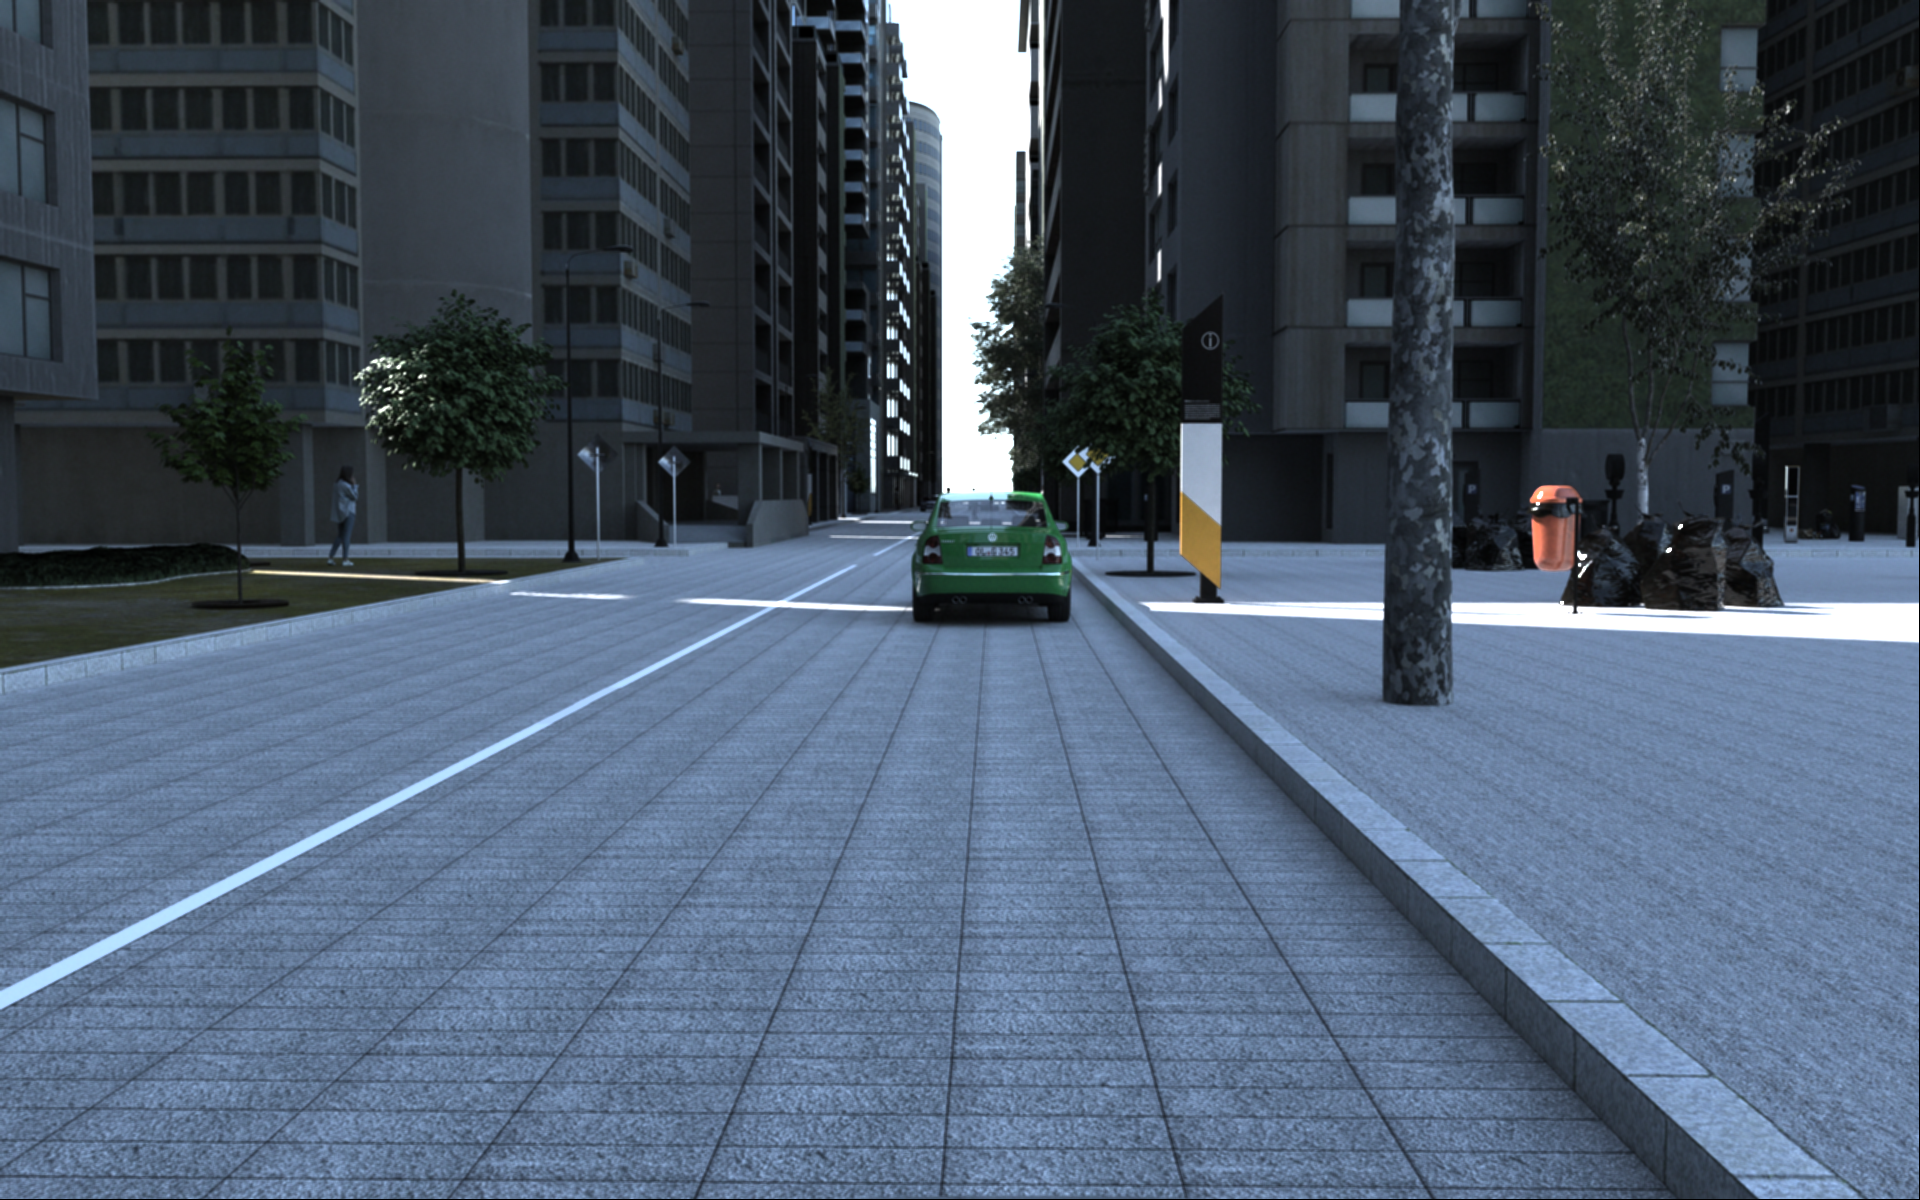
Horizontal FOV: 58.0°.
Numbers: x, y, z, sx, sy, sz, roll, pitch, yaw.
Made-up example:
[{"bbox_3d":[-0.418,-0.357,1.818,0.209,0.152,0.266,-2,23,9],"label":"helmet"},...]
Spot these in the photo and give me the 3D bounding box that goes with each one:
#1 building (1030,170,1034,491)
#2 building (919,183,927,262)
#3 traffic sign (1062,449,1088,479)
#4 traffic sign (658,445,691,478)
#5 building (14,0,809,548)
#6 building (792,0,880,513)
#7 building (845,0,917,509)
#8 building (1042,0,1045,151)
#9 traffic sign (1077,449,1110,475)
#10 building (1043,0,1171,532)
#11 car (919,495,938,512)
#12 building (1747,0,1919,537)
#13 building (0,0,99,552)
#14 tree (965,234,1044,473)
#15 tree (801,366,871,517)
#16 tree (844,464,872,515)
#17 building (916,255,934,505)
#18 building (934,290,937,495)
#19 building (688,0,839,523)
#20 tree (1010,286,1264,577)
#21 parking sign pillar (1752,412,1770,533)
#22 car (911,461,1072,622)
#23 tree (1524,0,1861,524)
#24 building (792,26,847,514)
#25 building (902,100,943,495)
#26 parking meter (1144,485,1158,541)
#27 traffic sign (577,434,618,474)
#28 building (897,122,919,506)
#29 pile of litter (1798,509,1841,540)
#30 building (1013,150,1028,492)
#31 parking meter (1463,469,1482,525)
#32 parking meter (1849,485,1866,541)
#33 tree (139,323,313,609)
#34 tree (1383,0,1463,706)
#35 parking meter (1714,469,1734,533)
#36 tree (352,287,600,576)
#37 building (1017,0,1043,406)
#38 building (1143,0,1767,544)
[{"bbox_3d":[13.346,-23.544,156.646,14.160,30.474,14.107,0,4,1],"label":"building"},{"bbox_3d":[-11.456,-32.910,221.666,14.154,41.232,14.086,0,4,1],"label":"building"},{"bbox_3d":[2.835,-2.391,41.285,0.795,2.593,0.064,0,4,1],"label":"traffic sign"},{"bbox_3d":[-6.857,-2.405,41.504,0.795,2.593,0.064,0,4,1],"label":"traffic sign"},{"bbox_3d":[-21.495,-22.045,52.314,32.217,40.220,23.993,0,4,1],"label":"building"},{"bbox_3d":[-16.942,-50.034,130.734,22.319,86.520,31.000,0,4,1],"label":"building"},{"bbox_3d":[-16.282,-33.207,162.541,23.786,49.044,30.456,0,4,1],"label":"building"},{"bbox_3d":[11.568,-19.914,97.302,14.160,30.474,14.107,0,4,1],"label":"building"},{"bbox_3d":[2.671,-1.903,33.302,0.795,2.593,0.064,0,4,1],"label":"traffic sign"},{"bbox_3d":[14.251,-27.135,67.351,21.300,48.544,21.600,0,4,1],"label":"building"},{"bbox_3d":[-2.340,-7.983,143.103,1.945,1.354,3.894,0,4,3],"label":"car"},{"bbox_3d":[39.929,-22.250,55.666,23.993,40.220,32.217,0,4,1],"label":"building"},{"bbox_3d":[-21.631,-20.845,24.409,14.086,41.232,14.154,0,4,1],"label":"building"},{"bbox_3d":[4.695,-10.899,84.859,9.857,13.997,8.962,0,3,0],"label":"tree"},{"bbox_3d":[-6.946,-9.047,98.287,4.737,8.622,4.395,0,3,0],"label":"tree"},{"bbox_3d":[-6.356,-7.131,111.189,1.663,3.219,1.824,0,3,0],"label":"tree"},{"bbox_3d":[-10.807,-26.651,207.438,14.160,30.474,14.107,0,4,1],"label":"building"},{"bbox_3d":[-10.397,-28.403,236.090,14.160,30.474,14.107,0,4,1],"label":"building"},{"bbox_3d":[-16.495,-39.343,81.518,20.563,71.187,20.611,0,4,1],"label":"building"},{"bbox_3d":[3.075,-2.667,27.324,4.285,4.588,4.351,0,3,0],"label":"tree"},{"bbox_3d":[25.903,-4.192,57.006,1.447,3.967,1.447,-1,4,-10],"label":"parking sign pillar"},{"bbox_3d":[0.363,-0.736,20.837,1.959,1.807,4.718,0,4,0],"label":"car"},{"bbox_3d":[9.658,-4.500,23.930,4.360,8.622,3.978,0,3,0],"label":"tree"},{"bbox_3d":[-14.704,-20.571,108.041,14.160,30.474,14.107,0,4,1],"label":"building"},{"bbox_3d":[-13.445,-43.696,256.422,21.231,58.520,28.212,0,4,1],"label":"building"},{"bbox_3d":[5.215,-2.375,47.235,0.372,1.533,0.369,0,3,0],"label":"parking meter"},{"bbox_3d":[-7.021,-1.916,33.520,0.795,2.593,0.064,0,4,1],"label":"traffic sign"},{"bbox_3d":[-12.018,-30.663,184.926,14.154,41.232,14.086,0,4,1],"label":"building"},{"bbox_3d":[24.424,-2.172,49.484,1.719,0.858,1.176,-1,4,-19],"label":"pile of litter"},{"bbox_3d":[13.610,-32.120,208.751,14.154,41.232,14.086,0,4,1],"label":"building"},{"bbox_3d":[11.980,-2.129,40.513,0.399,1.863,0.255,2,4,27],"label":"parking meter"},{"bbox_3d":[24.377,-2.363,47.049,0.372,1.533,0.369,0,3,0],"label":"parking meter"},{"bbox_3d":[-8.277,-1.542,19.813,1.663,3.219,1.824,0,3,0],"label":"tree"},{"bbox_3d":[3.732,-9.359,8.916,12.611,20.169,13.585,0,3,0],"label":"tree"},{"bbox_3d":[18.131,-2.166,41.128,0.399,1.863,0.255,1,4,9],"label":"parking meter"},{"bbox_3d":[-7.933,-2.692,27.734,4.285,4.588,4.351,0,3,0],"label":"tree"},{"bbox_3d":[20.359,-35.993,177.721,28.713,52.752,27.495,0,4,1],"label":"building"},{"bbox_3d":[12.736,-22.314,48.430,14.086,41.232,14.154,0,4,1],"label":"building"}]
